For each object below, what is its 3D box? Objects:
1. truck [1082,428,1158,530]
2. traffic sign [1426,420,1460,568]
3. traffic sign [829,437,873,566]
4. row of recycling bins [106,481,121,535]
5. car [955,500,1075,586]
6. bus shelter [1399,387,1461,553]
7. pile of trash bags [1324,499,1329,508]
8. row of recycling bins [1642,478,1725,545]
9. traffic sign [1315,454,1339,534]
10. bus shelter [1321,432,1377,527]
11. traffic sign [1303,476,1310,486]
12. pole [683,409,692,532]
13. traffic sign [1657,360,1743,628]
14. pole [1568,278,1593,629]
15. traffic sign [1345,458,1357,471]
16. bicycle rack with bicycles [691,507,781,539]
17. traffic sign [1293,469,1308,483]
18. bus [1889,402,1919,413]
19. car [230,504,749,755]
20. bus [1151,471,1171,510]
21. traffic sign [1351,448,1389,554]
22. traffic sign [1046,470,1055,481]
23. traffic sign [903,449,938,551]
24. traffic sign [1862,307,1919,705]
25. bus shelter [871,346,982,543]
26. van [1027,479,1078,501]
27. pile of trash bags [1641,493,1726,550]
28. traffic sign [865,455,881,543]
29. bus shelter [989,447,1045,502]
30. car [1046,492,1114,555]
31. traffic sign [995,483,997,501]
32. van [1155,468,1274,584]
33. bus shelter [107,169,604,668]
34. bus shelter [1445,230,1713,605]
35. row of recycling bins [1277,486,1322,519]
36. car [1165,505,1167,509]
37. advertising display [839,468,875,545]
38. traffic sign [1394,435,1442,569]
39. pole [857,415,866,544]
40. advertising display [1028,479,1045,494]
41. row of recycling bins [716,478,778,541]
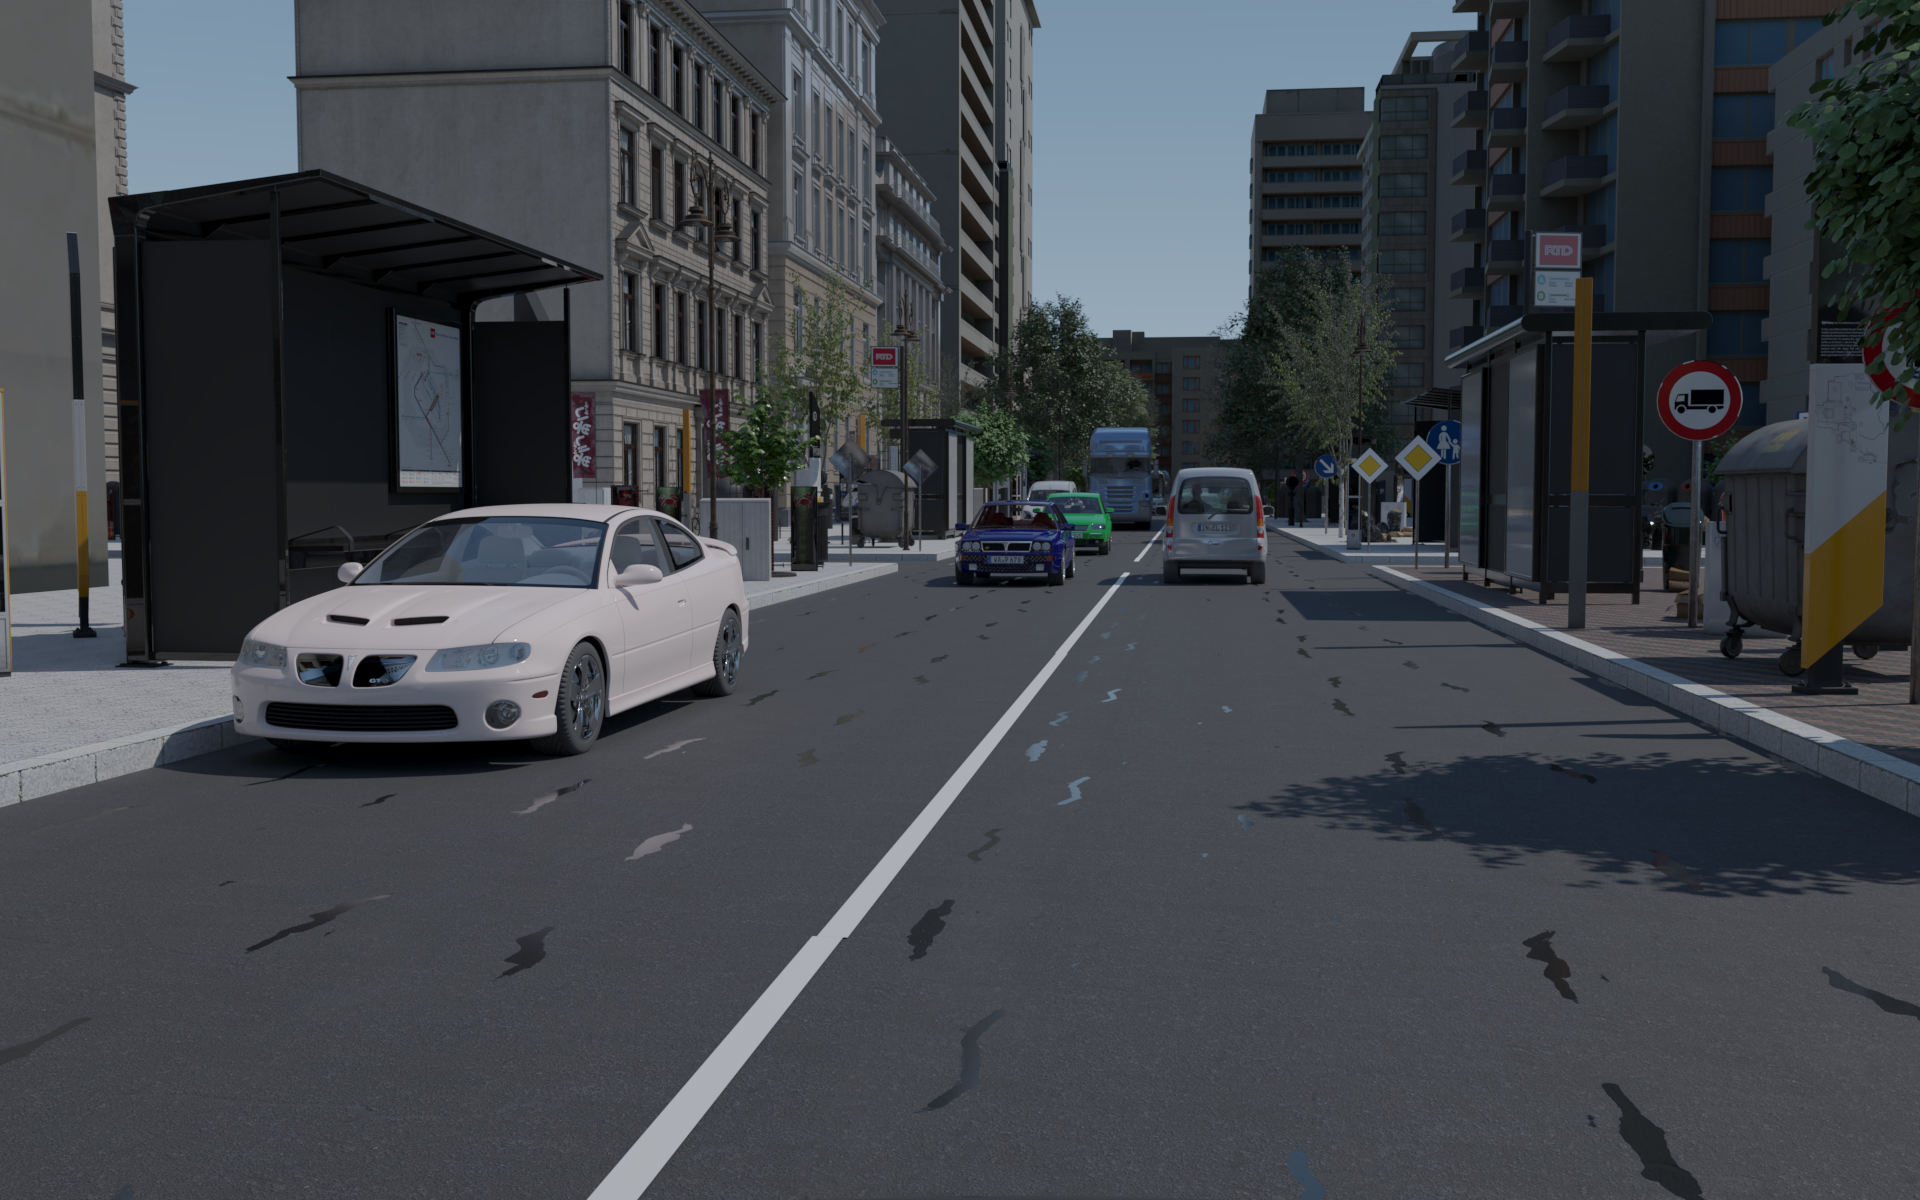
[{"bbox_3d":[7.155,-5.282,76.123,2.967,4.110,18.799,0,4,6],"label":"truck"},{"bbox_3d":[8.412,-1.819,29.850,0.768,2.556,0.104,1,4,9],"label":"traffic sign"},{"bbox_3d":[-1.943,-1.656,30.724,0.795,2.450,0.064,0,4,8],"label":"traffic sign"},{"bbox_3d":[-26.834,-2.956,55.442,1.069,1.692,3.534,0,4,4],"label":"row of recycling bins"},{"bbox_3d":[0.949,-0.970,28.441,1.945,1.354,3.894,0,4,7],"label":"car"},{"bbox_3d":[11.615,-3.041,40.997,1.731,3.624,6.357,0,4,8],"label":"bus shelter"},{"bbox_3d":[20.652,-5.134,93.692,1.912,1.369,3.447,0,4,1],"label":"pile of trash bags"},{"bbox_3d":[18.142,-2.249,43.876,3.534,1.692,1.069,3,5,45],"label":"row of recycling bins"},{"bbox_3d":[11.769,-3.394,55.598,0.768,2.556,0.104,1,4,16],"label":"traffic sign"},{"bbox_3d":[15.310,-4.713,68.348,1.731,3.624,6.357,0,4,7],"label":"bus shelter"},{"bbox_3d":[20.699,-6.387,104.531,0.768,2.556,0.104,1,4,16],"label":"traffic sign"},{"bbox_3d":[-6.559,-2.923,41.628,0.158,3.312,0.155,0,3,0],"label":"pole"},{"bbox_3d":[7.022,-1.004,16.526,0.768,2.556,0.104,1,4,11],"label":"traffic sign"},{"bbox_3d":[5.902,-1.384,16.477,0.158,3.312,0.155,0,3,0],"label":"pole"},{"bbox_3d":[14.045,-3.776,61.839,0.768,2.556,0.104,1,4,15],"label":"traffic sign"},{"bbox_3d":[-6.617,-2.217,49.631,2.852,0.926,2.925,3,5,39],"label":"bicycle rack with bicycles"},{"bbox_3d":[16.625,-5.168,84.607,0.768,2.556,0.104,1,4,17],"label":"traffic sign"},{"bbox_3d":[23.206,-2.442,31.476,12.252,3.916,2.896,0,4,6],"label":"bus"},{"bbox_3d":[-2.736,0.076,11.127,2.083,1.381,4.827,1,4,9],"label":"car"},{"bbox_3d":[14.677,-8.470,133.337,2.948,3.499,13.247,1,4,9],"label":"bus"},{"bbox_3d":[8.818,-2.060,37.330,0.795,2.450,0.064,0,4,8],"label":"traffic sign"},{"bbox_3d":[4.327,-5.265,86.180,0.768,2.556,0.104,1,4,15],"label":"traffic sign"},{"bbox_3d":[-0.888,-2.141,38.640,0.795,2.450,0.064,0,4,8],"label":"traffic sign"},{"bbox_3d":[5.851,-0.637,10.514,0.768,2.556,0.104,1,4,13],"label":"traffic sign"},{"bbox_3d":[-0.993,-4.401,49.595,2.179,5.291,8.768,0,4,8],"label":"bus shelter"},{"bbox_3d":[2.840,-2.858,53.735,2.013,2.044,4.112,0,4,8],"label":"van"},{"bbox_3d":[16.315,-1.848,39.975,3.447,1.369,1.912,1,4,17],"label":"pile of trash bags"},{"bbox_3d":[-2.356,-2.626,45.070,0.606,2.300,0.079,1,4,8],"label":"traffic sign"},{"bbox_3d":[2.251,-4.722,71.136,2.014,3.302,5.546,0,4,8],"label":"bus shelter"},{"bbox_3d":[2.774,-2.039,42.128,1.959,1.807,4.718,0,4,6],"label":"car"},{"bbox_3d":[1.409,-4.146,67.787,0.884,2.594,0.081,1,4,15],"label":"traffic sign"},{"bbox_3d":[4.278,-1.352,29.121,2.013,2.044,4.112,0,4,8],"label":"van"},{"bbox_3d":[-5.069,-1.496,15.741,1.731,3.624,6.357,0,4,7],"label":"bus shelter"},{"bbox_3d":[8.115,-2.849,24.209,2.179,5.291,8.768,0,4,7],"label":"bus shelter"},{"bbox_3d":[18.092,-5.220,92.455,1.069,1.692,3.534,-1,4,-22],"label":"row of recycling bins"},{"bbox_3d":[7.079,-2.635,51.878,1.959,1.807,4.718,0,4,8],"label":"car"},{"bbox_3d":[-2.597,-2.365,43.877,0.974,1.923,0.123,1,4,22],"label":"advertising display"},{"bbox_3d":[7.763,-1.576,29.415,0.795,2.450,0.064,0,4,8],"label":"traffic sign"},{"bbox_3d":[-2.549,-3.116,44.792,0.158,3.312,0.155,0,3,0],"label":"pole"},{"bbox_3d":[3.201,-4.278,75.159,0.974,1.923,0.123,-1,4,-13],"label":"advertising display"},{"bbox_3d":[-5.648,-2.370,45.864,1.069,1.692,3.534,1,4,14],"label":"row of recycling bins"}]
